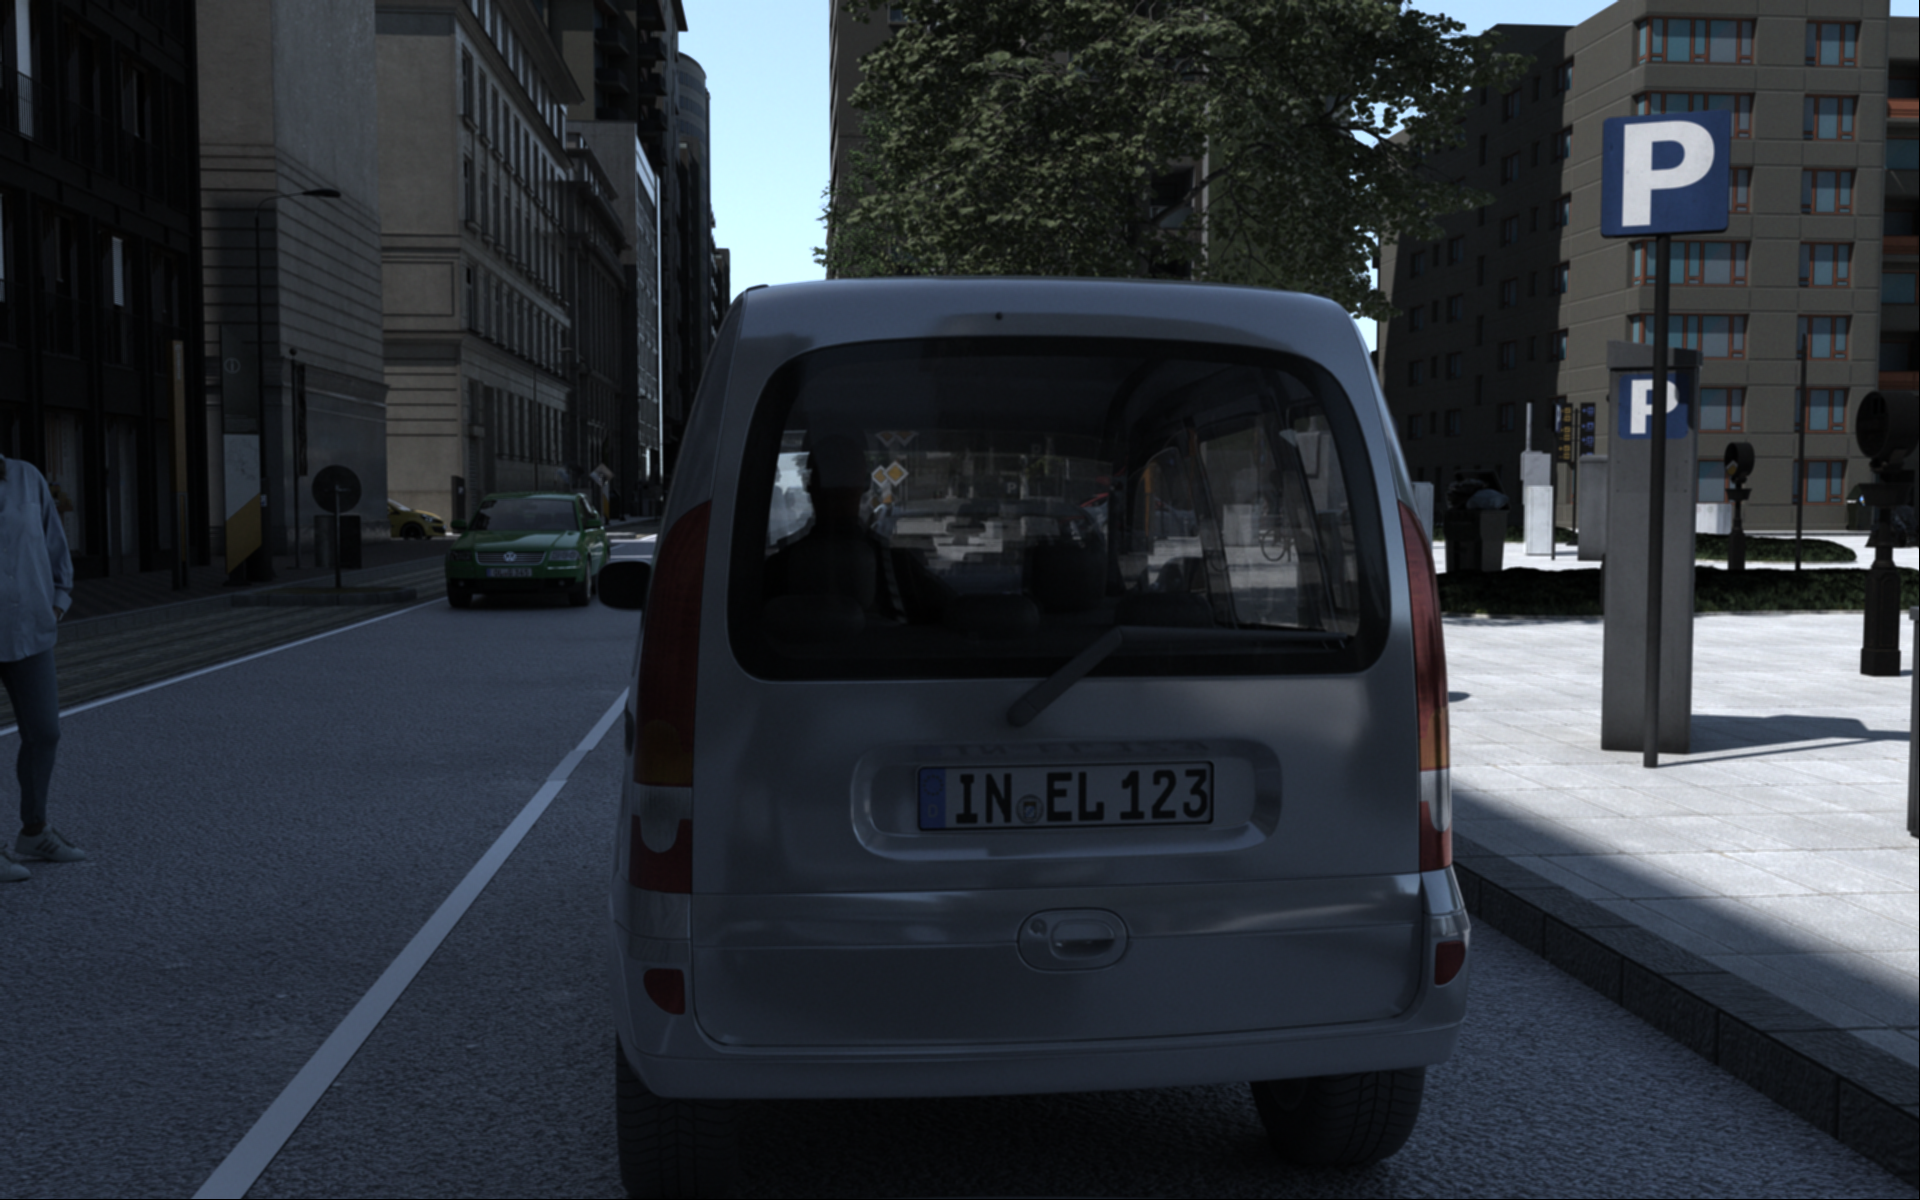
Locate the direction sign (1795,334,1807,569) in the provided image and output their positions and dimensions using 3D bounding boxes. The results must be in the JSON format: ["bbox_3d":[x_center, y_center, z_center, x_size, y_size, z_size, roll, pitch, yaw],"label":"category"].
[{"bbox_3d":[12.098,-2.013,24.913,0.379,3.537,0.876,2,4,27],"label":"direction sign"}]

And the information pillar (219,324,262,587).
[{"bbox_3d":[-10.034,-2.005,24.136,0.504,3.616,0.183,-3,4,-37],"label":"information pillar"}]

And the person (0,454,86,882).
[{"bbox_3d":[-3.608,0.140,6.472,0.793,1.790,0.793,0,4,3],"label":"person"}]

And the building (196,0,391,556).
[{"bbox_3d":[-23.348,-11.627,39.258,18.267,20.994,9.793,0,4,-6],"label":"building"}]

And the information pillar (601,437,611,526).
[{"bbox_3d":[-14.442,-4.844,70.560,0.183,3.616,0.504,1,4,14],"label":"information pillar"}]

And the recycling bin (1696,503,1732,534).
[{"bbox_3d":[20.319,-2.094,46.793,0.722,1.027,0.722,-2,4,-34],"label":"recycling bin"}]

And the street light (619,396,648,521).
[{"bbox_3d":[-15.477,-6.701,82.100,1.470,5.913,1.316,0,4,-6],"label":"street light"}]

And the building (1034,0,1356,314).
[{"bbox_3d":[6.119,-23.357,65.478,14.086,41.232,14.154,0,4,-6],"label":"building"}]

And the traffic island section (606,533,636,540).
[{"bbox_3d":[-11.507,-2.043,55.678,2.009,0.180,2.903,0,4,-6],"label":"traffic island section"}]

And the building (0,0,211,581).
[{"bbox_3d":[-18.854,-11.765,22.033,12.332,23.373,15.834,0,4,-6],"label":"building"}]

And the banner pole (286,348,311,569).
[{"bbox_3d":[-11.270,-2.419,29.567,0.401,3.779,0.863,-3,4,-37],"label":"banner pole"}]

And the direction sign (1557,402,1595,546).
[{"bbox_3d":[15.288,-3.122,43.043,0.876,3.537,0.379,2,4,26],"label":"direction sign"}]

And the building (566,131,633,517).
[{"bbox_3d":[-26.150,-15.639,97.495,13.314,21.916,24.055,0,4,-6],"label":"building"}]

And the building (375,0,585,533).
[{"bbox_3d":[-25.095,-14.504,70.431,16.112,22.955,30.059,0,4,-6],"label":"building"}]

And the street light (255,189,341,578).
[{"bbox_3d":[-10.112,-3.297,26.447,1.470,5.913,1.316,0,4,-6],"label":"street light"}]

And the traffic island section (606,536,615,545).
[{"bbox_3d":[-10.734,-1.557,47.730,2.009,0.180,2.903,0,4,-6],"label":"traffic island section"}]

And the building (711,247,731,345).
[{"bbox_3d":[-44.233,-36.446,279.481,14.154,41.232,14.086,0,4,-6],"label":"building"}]

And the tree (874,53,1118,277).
[{"bbox_3d":[0.851,-4.724,27.603,4.737,8.622,4.395,0,3,0],"label":"tree"}]

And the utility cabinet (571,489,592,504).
[{"bbox_3d":[-15.680,-3.857,71.737,0.318,1.500,1.173,1,4,19],"label":"utility cabinet"}]

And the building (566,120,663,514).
[{"bbox_3d":[-27.431,-18.437,119.468,12.078,24.808,19.932,0,4,-6],"label":"building"}]

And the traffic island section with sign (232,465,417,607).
[{"bbox_3d":[-8.325,-0.875,22.927,1.989,1.847,2.006,0,4,-6],"label":"traffic island section with sign"}]

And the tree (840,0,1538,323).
[{"bbox_3d":[2.002,-6.100,17.858,7.486,12.596,7.792,0,3,0],"label":"tree"}]

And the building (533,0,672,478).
[{"bbox_3d":[-35.646,-29.849,142.656,22.147,44.769,28.867,0,4,-6],"label":"building"}]

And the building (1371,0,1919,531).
[{"bbox_3d":[36.260,-14.012,74.139,28.899,21.520,27.650,0,4,-6],"label":"building"}]

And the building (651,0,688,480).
[{"bbox_3d":[-41.669,-35.526,170.089,28.713,52.752,27.495,0,4,-6],"label":"building"}]

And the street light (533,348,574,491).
[{"bbox_3d":[-13.012,-5.063,55.323,1.470,5.913,1.316,0,4,-6],"label":"street light"}]

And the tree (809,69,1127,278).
[{"bbox_3d":[0.197,-7.096,41.782,9.928,11.665,9.643,0,3,0],"label":"tree"}]

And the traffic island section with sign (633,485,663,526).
[{"bbox_3d":[-13.733,-4.271,78.466,1.989,1.847,2.006,0,4,-6],"label":"traffic island section with sign"}]

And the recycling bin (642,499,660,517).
[{"bbox_3d":[-17.360,-5.189,97.391,0.722,1.027,0.722,2,4,27],"label":"recycling bin"}]

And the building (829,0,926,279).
[{"bbox_3d":[1.841,-30.408,120.867,21.300,48.544,21.600,0,4,-6],"label":"building"}]

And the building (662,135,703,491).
[{"bbox_3d":[-35.949,-31.086,191.844,14.154,41.232,14.086,0,4,-6],"label":"building"}]

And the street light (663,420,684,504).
[{"bbox_3d":[-18.039,-8.332,108.761,1.470,5.913,1.316,0,4,-6],"label":"street light"}]
